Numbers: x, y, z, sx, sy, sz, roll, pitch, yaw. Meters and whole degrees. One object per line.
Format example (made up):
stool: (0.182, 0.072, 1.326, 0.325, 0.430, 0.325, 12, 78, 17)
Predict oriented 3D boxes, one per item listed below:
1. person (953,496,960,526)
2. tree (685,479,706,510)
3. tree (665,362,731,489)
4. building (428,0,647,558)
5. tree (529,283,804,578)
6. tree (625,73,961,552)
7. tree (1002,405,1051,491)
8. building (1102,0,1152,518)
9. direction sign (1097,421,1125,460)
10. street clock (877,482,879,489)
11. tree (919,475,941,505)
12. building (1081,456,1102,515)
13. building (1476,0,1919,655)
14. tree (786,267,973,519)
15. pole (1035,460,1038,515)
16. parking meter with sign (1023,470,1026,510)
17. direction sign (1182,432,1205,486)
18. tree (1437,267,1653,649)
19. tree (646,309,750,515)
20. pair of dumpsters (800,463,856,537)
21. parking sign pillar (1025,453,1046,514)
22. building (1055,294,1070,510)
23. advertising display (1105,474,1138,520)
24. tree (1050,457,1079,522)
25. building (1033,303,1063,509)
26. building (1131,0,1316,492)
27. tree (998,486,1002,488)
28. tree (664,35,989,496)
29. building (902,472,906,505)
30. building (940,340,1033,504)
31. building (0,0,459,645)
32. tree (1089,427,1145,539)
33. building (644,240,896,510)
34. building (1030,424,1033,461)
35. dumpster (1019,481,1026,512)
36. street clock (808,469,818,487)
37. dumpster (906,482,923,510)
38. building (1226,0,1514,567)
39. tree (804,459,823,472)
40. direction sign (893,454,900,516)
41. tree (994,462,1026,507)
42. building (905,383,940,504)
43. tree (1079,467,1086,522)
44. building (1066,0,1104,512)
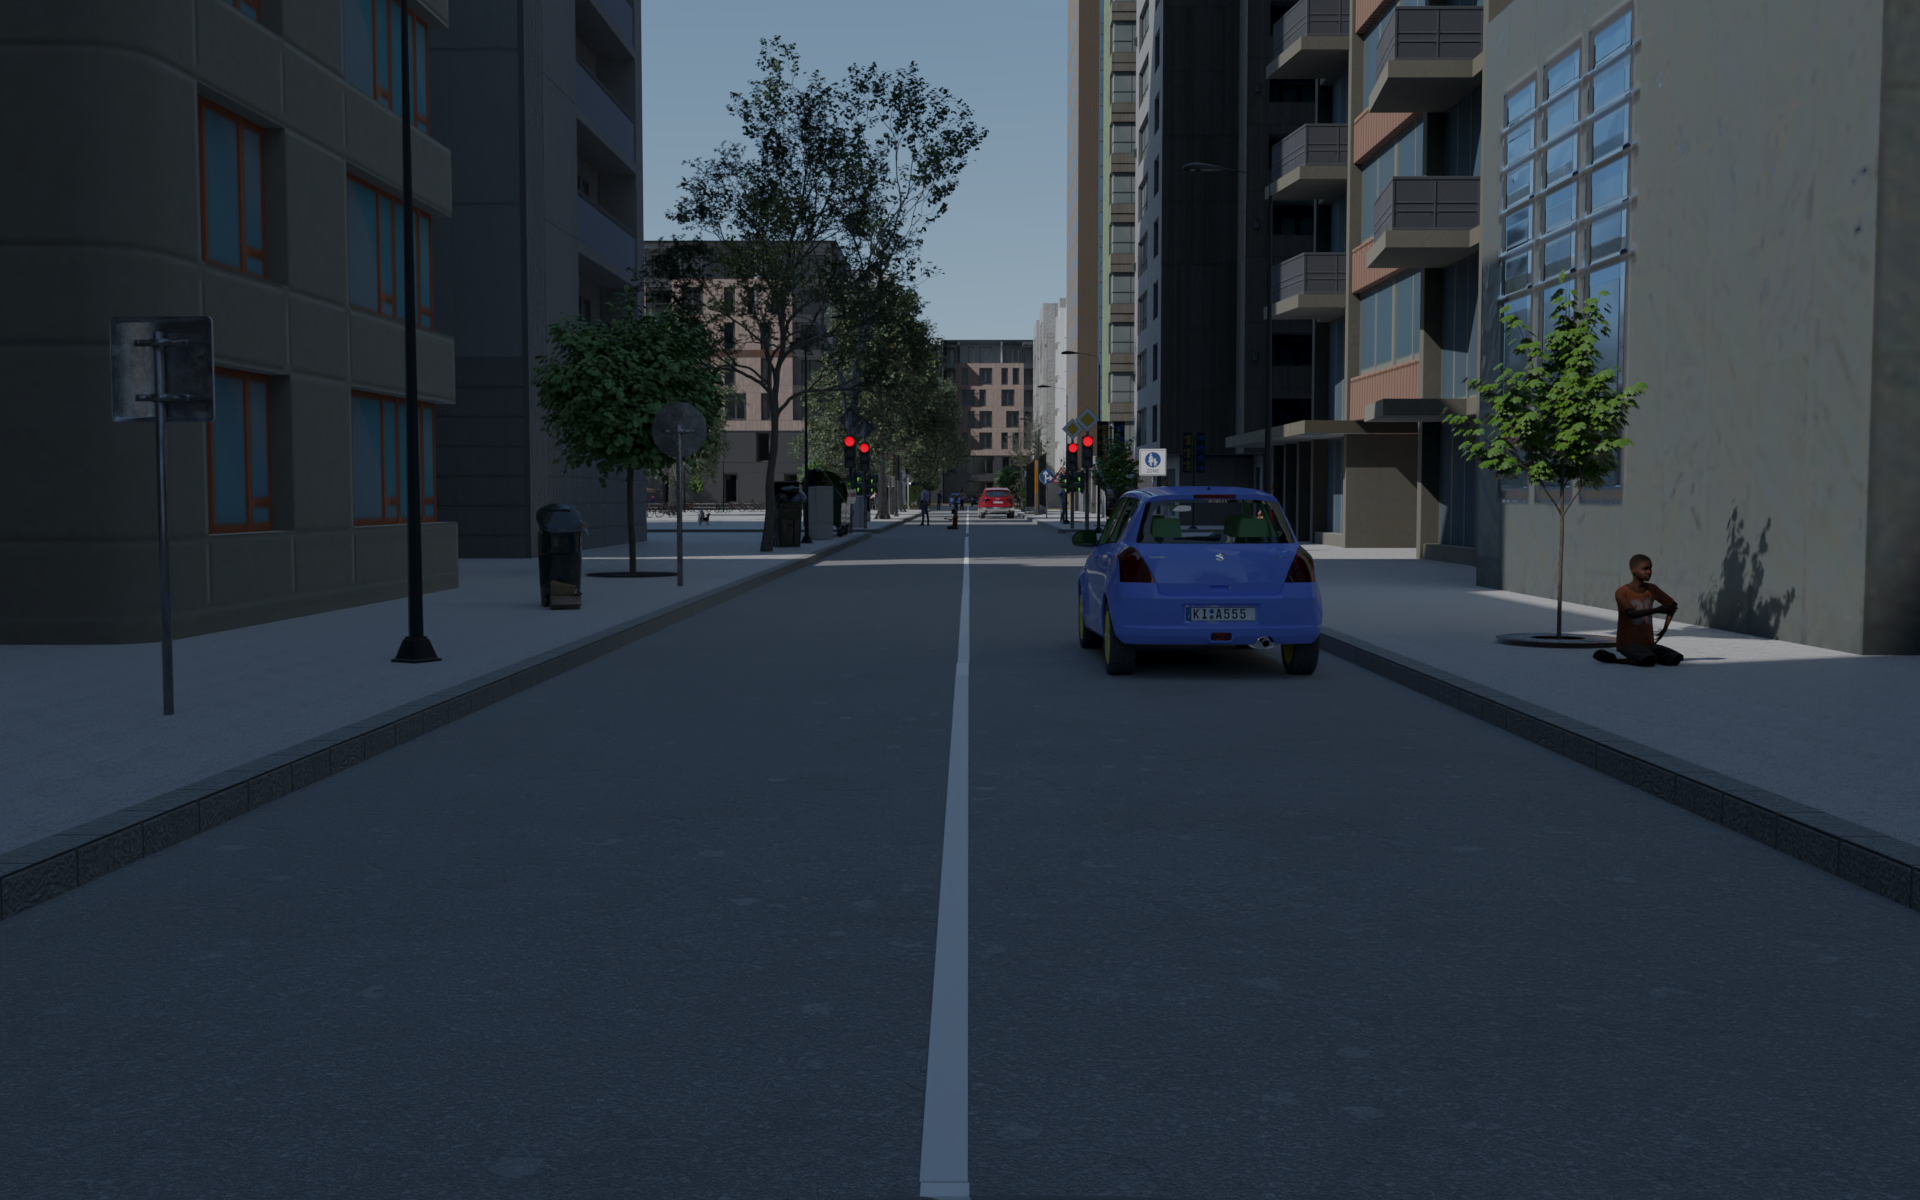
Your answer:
person: (-0.154, -3.998, 77.777, 0.340, 1.345, 0.435, -1, 4, -9)
tree: (-21.184, -8.810, 138.646, 1.663, 3.219, 1.824, 0, 3, 0)
tree: (-13.611, -8.221, 84.769, 4.360, 8.622, 3.978, 0, 3, 0)
building: (-22.609, -30.540, 41.334, 28.212, 58.520, 21.231, 0, 4, 0)
tree: (-5.151, -2.661, 27.221, 4.285, 4.588, 4.351, 0, 3, 0)
tree: (-3.966, -6.348, 38.207, 7.601, 10.594, 8.767, 0, 4, 4)
tree: (5.714, -11.791, 143.146, 4.360, 8.622, 3.978, 0, 3, 0)
building: (14.720, -25.136, 94.576, 14.154, 41.232, 14.086, 0, 4, 0)
direction sign: (4.684, -3.782, 53.837, 0.876, 3.537, 0.379, -1, 4, -8)
street clock: (-4.352, -5.584, 95.866, 0.471, 2.002, 0.358, -1, 4, -20)
tree: (-3.751, -13.756, 208.624, 4.285, 4.588, 4.351, 0, 3, 0)
building: (18.829, -41.147, 111.000, 20.563, 71.187, 20.611, 0, 4, 0)
building: (18.308, -42.410, 6.080, 22.319, 86.520, 31.000, 0, 4, 0)
tree: (-4.052, -10.449, 87.845, 9.611, 12.733, 9.660, 0, 3, 0)
pole: (4.574, -6.724, 103.778, 0.158, 3.312, 0.155, 0, 3, 0)
parking meter with sign: (4.919, -8.074, 128.273, 0.543, 3.016, 1.738, 0, 4, 0)
direction sign: (8.560, -4.374, 63.514, 0.876, 3.537, 0.379, -1, 4, -16)
tree: (5.206, -1.242, 14.904, 1.663, 3.219, 1.824, 0, 3, 0)
tree: (-17.343, -11.434, 103.961, 9.611, 12.733, 9.660, 0, 3, 0)
pair of dumpsters: (-4.091, -3.111, 53.362, 1.574, 2.255, 4.437, 0, 4, 0)
parking sign pillar: (4.907, -7.554, 111.977, 1.447, 3.967, 1.447, 0, 4, -4)
building: (16.224, -17.792, 147.314, 16.016, 20.091, 11.380, 0, 4, 0)
advertising display: (4.852, -2.865, 52.054, 0.974, 1.923, 0.123, 1, 4, 21)
tree: (5.209, -5.170, 79.126, 1.663, 3.219, 1.824, 0, 3, 0)
building: (16.102, -18.497, 168.883, 16.747, 18.905, 31.486, 0, 4, 0)
building: (14.908, -18.420, 72.861, 14.107, 30.474, 14.160, 0, 4, 0)
tree: (5.449, -13.145, 209.529, 1.663, 3.219, 1.824, 0, 3, 0)
tree: (-5.513, -13.256, 72.632, 12.611, 20.169, 13.585, 0, 3, 0)
building: (-20.625, -16.314, 208.879, 28.070, 9.664, 9.099, 0, 4, 0)
building: (14.165, -24.199, 239.626, 32.646, 21.610, 27.936, 0, 4, 0)
building: (-20.744, -10.007, 8.650, 27.650, 21.520, 28.899, 0, 4, 0)
tree: (4.646, -3.374, 49.773, 1.663, 3.219, 1.824, 0, 3, 0)
building: (-20.408, -19.083, 155.982, 27.936, 21.610, 32.646, 0, 4, 0)
building: (13.094, -15.704, 198.903, 9.099, 9.664, 28.070, 0, 4, 0)
dumpster: (4.973, -7.405, 123.566, 1.502, 2.255, 1.985, 0, 4, 0)
street clock: (-4.300, -2.786, 50.129, 0.358, 2.002, 0.471, 1, 4, 19)
dumpster: (-3.627, -8.342, 138.883, 1.502, 2.255, 1.985, 0, 4, 0)
building: (18.741, -23.401, 37.231, 22.147, 44.769, 28.867, 0, 4, 0)
tree: (-10.779, -9.160, 133.485, 4.285, 4.588, 4.351, 0, 3, 0)
direction sign: (-3.653, -6.566, 99.343, 0.379, 3.537, 0.876, 2, 4, 23)
tree: (5.301, -11.816, 176.903, 4.285, 4.588, 4.351, 0, 3, 0)
building: (-18.479, -24.232, 240.160, 32.646, 21.610, 27.936, 0, 4, 0)
tree: (5.986, -4.557, 69.104, 1.663, 3.219, 1.824, 0, 3, 0)
building: (15.384, -29.414, 131.025, 14.600, 45.320, 14.200, 0, 4, 0)
